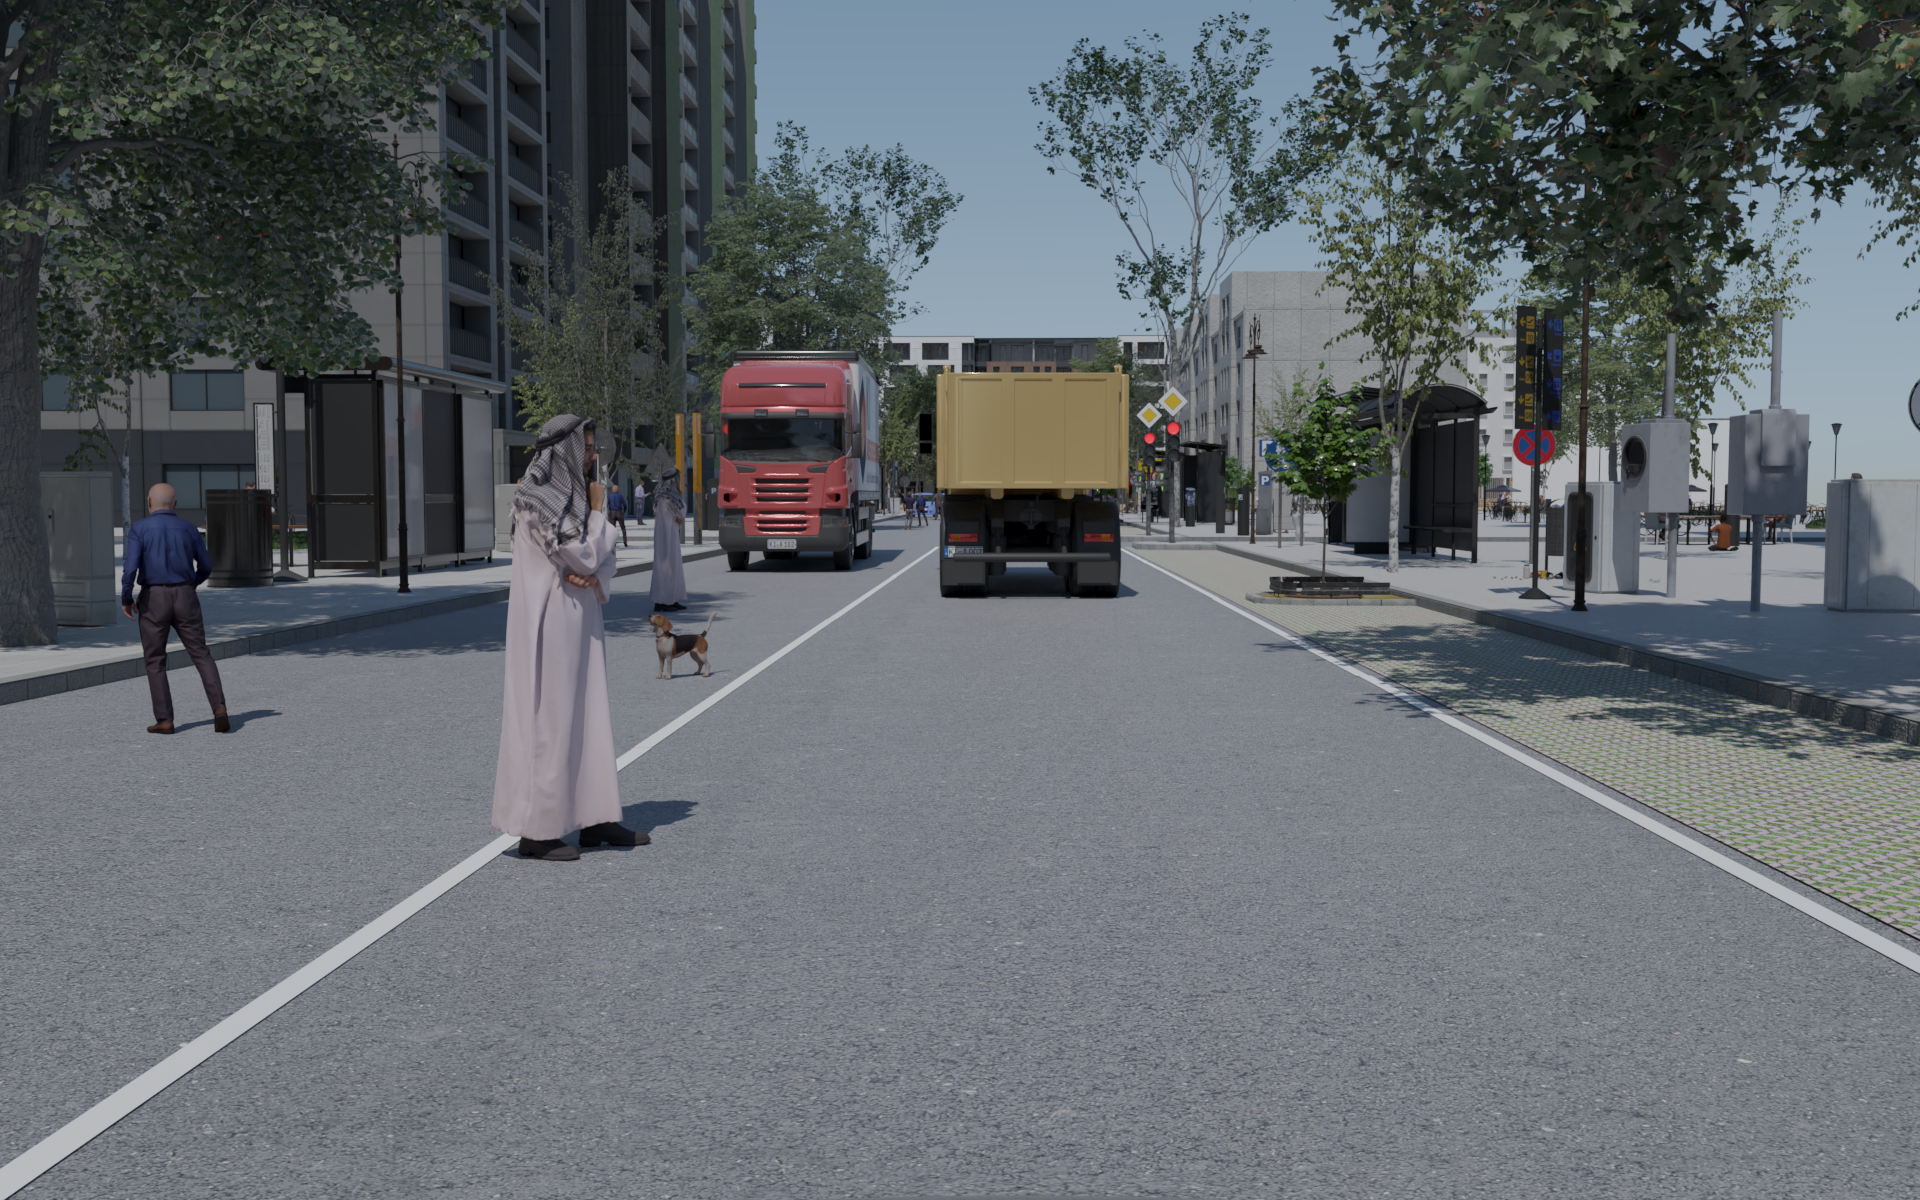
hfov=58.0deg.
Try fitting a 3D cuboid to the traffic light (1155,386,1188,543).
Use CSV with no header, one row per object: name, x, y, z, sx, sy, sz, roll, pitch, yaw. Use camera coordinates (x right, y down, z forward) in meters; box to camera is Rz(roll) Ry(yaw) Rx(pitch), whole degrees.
traffic light,5.524,-3.443,45.218,0.839,4.253,0.868,0,4,2

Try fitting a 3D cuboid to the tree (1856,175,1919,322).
tree,13.690,-4.434,22.853,4.360,8.622,3.978,0,3,0

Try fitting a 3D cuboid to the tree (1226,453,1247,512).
tree,19.342,-8.756,126.873,4.285,4.588,4.351,0,3,0

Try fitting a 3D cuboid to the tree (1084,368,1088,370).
tree,12.088,-15.591,165.281,12.009,13.543,11.850,0,3,0

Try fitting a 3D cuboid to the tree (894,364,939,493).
tree,-3.224,-15.385,161.909,12.009,13.543,11.850,0,3,0

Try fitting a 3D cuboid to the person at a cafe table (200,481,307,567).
person at a cafe table,-12.495,-1.353,30.639,1.698,1.524,1.622,-2,4,-30

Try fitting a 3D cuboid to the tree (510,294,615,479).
tree,-14.840,-6.975,64.397,4.737,8.622,4.395,0,3,0

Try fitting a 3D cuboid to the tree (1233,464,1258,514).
tree,18.754,-7.198,112.286,1.663,3.219,1.824,0,3,0

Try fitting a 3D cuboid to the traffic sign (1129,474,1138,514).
traffic sign,11.276,-6.840,111.941,0.768,2.556,0.104,0,4,8

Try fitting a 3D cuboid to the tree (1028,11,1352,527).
tree,9.752,-12.879,66.458,12.611,20.169,13.585,0,3,0

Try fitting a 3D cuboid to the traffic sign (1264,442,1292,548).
traffic sign,7.548,-2.490,40.820,0.768,2.556,0.104,1,4,11

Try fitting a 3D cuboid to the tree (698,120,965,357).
tree,-6.513,-14.235,88.623,12.611,20.169,13.585,0,3,0

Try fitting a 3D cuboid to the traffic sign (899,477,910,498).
traffic sign,-4.052,-7.730,126.494,0.768,2.556,0.104,0,4,4

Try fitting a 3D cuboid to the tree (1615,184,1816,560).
tree,14.024,-5.077,33.371,4.737,8.622,4.395,0,3,0

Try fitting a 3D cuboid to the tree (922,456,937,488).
tree,-1.353,-17.236,199.934,7.486,12.596,7.792,0,3,0

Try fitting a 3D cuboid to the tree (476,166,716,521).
tree,-8.140,-5.378,38.286,4.360,8.622,3.978,0,3,0

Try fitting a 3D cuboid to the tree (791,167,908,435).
tree,-6.332,-9.870,68.023,9.857,13.997,8.962,0,3,0

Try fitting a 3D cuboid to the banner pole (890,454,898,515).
banner pole,-4.064,-7.252,108.586,0.401,3.779,0.863,2,4,24

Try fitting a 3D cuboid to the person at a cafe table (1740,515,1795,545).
person at a cafe table,20.411,-2.034,44.119,1.726,1.238,1.698,-1,4,-12

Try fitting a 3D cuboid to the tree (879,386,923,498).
tree,-4.675,-10.315,119.020,4.737,8.622,4.395,0,3,0

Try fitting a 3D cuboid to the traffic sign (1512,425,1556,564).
traffic sign,10.470,-1.931,31.670,0.768,2.556,0.104,1,4,8

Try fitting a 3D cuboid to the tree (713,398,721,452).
tree,-12.668,-9.208,100.913,4.737,8.622,4.395,0,3,0

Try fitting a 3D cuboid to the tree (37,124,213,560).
tree,-16.408,-5.076,33.348,4.360,8.622,3.978,0,3,0

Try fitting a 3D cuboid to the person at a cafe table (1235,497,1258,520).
person at a cafe table,14.626,-4.749,86.163,1.622,1.524,1.698,2,4,25

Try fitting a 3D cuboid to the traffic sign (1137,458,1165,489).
traffic sign,11.203,-6.382,98.212,2.265,3.308,0.079,1,4,10

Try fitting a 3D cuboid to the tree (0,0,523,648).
tree,-8.002,-6.594,14.474,9.857,13.997,8.962,0,3,0

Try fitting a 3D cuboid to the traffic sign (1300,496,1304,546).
traffic sign,8.411,-2.597,42.561,0.768,2.556,0.104,0,4,3

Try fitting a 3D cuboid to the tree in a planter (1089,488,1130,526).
tree in a planter,6.616,-4.936,77.932,1.991,3.239,1.994,0,4,2

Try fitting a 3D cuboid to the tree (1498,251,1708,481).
tree,23.724,-8.907,63.761,7.486,12.596,7.792,0,3,0

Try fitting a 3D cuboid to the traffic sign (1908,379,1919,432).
traffic sign,9.797,-1.047,17.218,0.768,2.556,0.104,1,4,11

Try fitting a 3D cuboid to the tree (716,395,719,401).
tree,-12.973,-7.801,77.915,4.360,8.622,3.978,0,3,0

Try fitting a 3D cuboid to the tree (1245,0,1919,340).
tree,6.817,-5.707,10.326,9.611,12.733,9.660,0,3,0

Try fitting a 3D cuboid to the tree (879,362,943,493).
tree,-3.527,-14.277,150.441,9.611,12.733,9.660,0,3,0

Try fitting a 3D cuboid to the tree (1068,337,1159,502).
tree,10.482,-12.638,124.762,7.486,12.596,7.792,0,3,0

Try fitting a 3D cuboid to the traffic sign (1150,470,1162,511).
traffic sign,10.290,-5.506,90.129,0.768,2.556,0.104,0,4,8

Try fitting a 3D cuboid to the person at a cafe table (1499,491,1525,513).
person at a cafe table,38.224,-6.857,120.622,1.698,1.524,1.622,-1,4,-17

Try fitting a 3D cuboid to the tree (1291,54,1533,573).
tree,7.320,-4.755,28.109,4.737,8.622,4.395,0,3,0

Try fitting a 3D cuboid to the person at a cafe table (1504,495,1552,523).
person at a cafe table,25.551,-4.065,77.317,1.726,1.238,1.698,-1,4,-18

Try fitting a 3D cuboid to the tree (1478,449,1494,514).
tree,33.334,-7.917,113.152,4.285,4.588,4.351,0,3,0

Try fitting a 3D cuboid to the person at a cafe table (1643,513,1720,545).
person at a cafe table,18.040,-2.157,43.777,1.622,1.524,1.698,-2,4,-24

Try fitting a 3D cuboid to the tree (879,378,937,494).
tree,-3.214,-12.505,138.865,7.601,10.594,8.767,0,4,-2

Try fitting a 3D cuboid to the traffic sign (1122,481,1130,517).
traffic sign,9.229,-6.022,98.466,0.884,2.594,0.081,0,4,6

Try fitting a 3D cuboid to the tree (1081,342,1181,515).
tree,10.006,-10.492,105.962,7.601,10.594,8.767,-1,4,-13

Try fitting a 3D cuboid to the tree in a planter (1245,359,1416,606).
tree in a planter,4.844,-1.574,22.950,1.991,3.239,1.994,0,4,2

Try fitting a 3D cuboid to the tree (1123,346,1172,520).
tree,8.865,-8.318,86.358,4.360,8.622,3.978,0,3,0

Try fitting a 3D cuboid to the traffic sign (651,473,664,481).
traffic sign,-9.800,-3.330,56.570,0.606,2.300,0.079,1,4,11

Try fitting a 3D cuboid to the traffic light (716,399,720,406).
traffic light,-5.992,-3.465,45.570,0.839,4.253,0.868,0,4,2

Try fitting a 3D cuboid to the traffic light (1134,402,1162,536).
traffic light,5.780,-3.931,53.199,0.839,4.253,0.868,0,4,2

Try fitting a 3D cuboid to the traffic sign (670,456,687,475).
traffic sign,-9.559,-3.556,58.252,0.768,2.556,0.104,1,4,8
